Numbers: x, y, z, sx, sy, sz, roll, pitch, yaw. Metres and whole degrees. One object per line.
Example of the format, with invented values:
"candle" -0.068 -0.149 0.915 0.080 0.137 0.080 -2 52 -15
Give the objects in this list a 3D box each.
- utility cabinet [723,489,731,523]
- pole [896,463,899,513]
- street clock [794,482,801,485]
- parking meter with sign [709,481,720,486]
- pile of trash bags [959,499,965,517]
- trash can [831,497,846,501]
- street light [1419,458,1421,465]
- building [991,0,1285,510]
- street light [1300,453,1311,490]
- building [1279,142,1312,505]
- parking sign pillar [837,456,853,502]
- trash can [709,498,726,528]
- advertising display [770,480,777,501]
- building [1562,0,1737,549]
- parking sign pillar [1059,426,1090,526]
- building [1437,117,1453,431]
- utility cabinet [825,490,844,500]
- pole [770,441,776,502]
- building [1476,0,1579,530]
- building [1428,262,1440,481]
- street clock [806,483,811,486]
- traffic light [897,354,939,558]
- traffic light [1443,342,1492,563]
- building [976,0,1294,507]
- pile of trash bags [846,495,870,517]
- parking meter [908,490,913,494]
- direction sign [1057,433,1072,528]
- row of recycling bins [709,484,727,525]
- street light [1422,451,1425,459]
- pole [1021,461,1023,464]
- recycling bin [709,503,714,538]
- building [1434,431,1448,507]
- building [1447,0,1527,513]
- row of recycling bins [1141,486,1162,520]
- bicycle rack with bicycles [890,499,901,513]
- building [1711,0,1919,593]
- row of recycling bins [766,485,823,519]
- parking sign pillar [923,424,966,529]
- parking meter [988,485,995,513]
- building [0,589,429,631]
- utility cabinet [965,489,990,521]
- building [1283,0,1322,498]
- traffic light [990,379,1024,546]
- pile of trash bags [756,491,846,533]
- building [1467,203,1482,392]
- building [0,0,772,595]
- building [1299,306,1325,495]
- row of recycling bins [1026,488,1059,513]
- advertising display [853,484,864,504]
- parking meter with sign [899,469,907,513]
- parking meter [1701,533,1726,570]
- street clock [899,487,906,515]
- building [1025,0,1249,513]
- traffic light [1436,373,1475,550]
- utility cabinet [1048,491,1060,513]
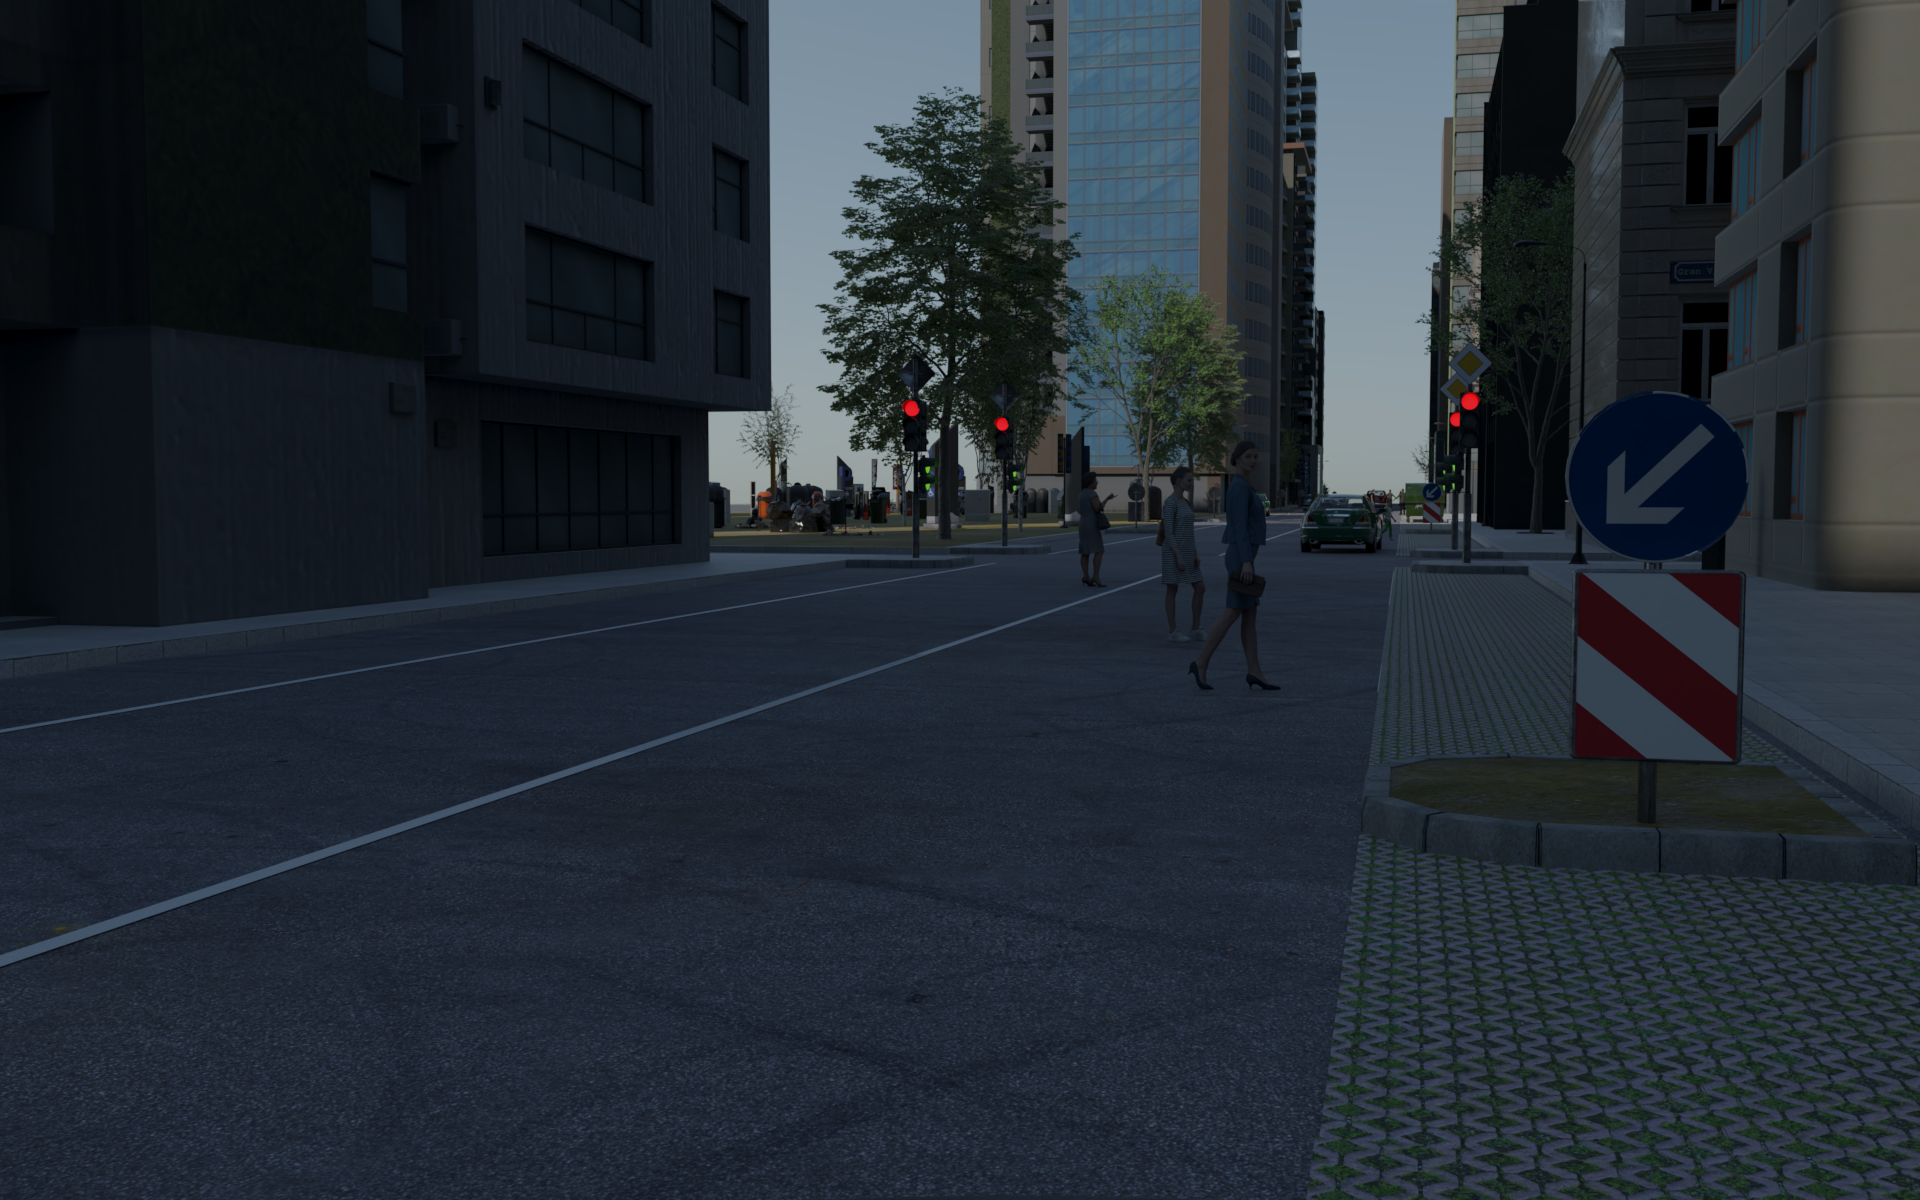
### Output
"utility cabinet" -10.705 -4.149 76.515 1.173 1.500 0.318 2 4 28
"pole" -4.126 -7.376 114.434 0.158 3.312 0.155 0 3 0
"street clock" -9.883 -6.167 105.396 0.471 2.002 0.358 0 4 2
"parking meter with sign" -14.890 -6.660 105.151 0.543 3.016 1.738 2 4 35
"pile of trash bags" 0.024 -5.898 106.176 1.912 1.369 3.447 -2 4 -24
"trash can" -5.947 -4.469 84.714 0.748 1.137 0.748 0 3 0
"street light" 60.281 -15.399 224.317 1.470 5.913 1.316 1 4 14
"building" 15.652 -36.954 146.195 21.231 58.520 28.212 1 4 14
"street light" 39.353 -13.756 197.445 1.470 5.913 1.316 1 4 14
"building" 31.530 -34.181 213.490 22.147 44.769 28.867 1 4 14
"parking sign pillar" -8.078 -8.159 121.877 1.447 3.967 1.447 3 4 39
"trash can" -9.149 -3.268 65.078 0.748 1.137 0.748 0 3 0
"advertising display" -8.663 -4.612 80.612 0.123 1.923 0.974 0 4 5
"building" 27.869 -14.899 40.857 25.104 27.353 12.463 1 4 14
"parking sign pillar" 4.708 -4.965 69.657 1.447 3.967 1.447 -2 4 -28
"building" 62.552 -33.627 199.914 14.600 45.320 14.200 1 4 14
"utility cabinet" -6.469 -4.949 89.597 0.318 1.500 1.173 2 4 34
"pole" -7.160 -4.436 66.364 0.158 3.312 0.155 0 3 0
"building" 27.190 -14.571 67.916 12.332 23.373 15.834 1 4 14
"building" 65.454 -27.083 214.506 14.160 30.474 14.107 1 4 14
"street clock" -10.227 -6.864 116.802 0.358 2.002 0.471 1 4 17
"traffic light" -0.872 -2.802 34.740 0.839 4.253 0.868 1 4 14
"traffic light" 9.412 -2.643 32.127 0.839 4.253 0.868 1 4 14
"building" 18.087 -35.817 174.849 28.713 52.752 27.495 1 4 14
"pile of trash bags" -6.045 -5.431 98.549 1.912 1.369 3.447 -2 4 -33
"parking meter" -2.933 -5.794 103.149 0.372 1.533 0.369 0 3 0
"direction sign" 3.921 -4.467 65.035 0.379 3.537 0.876 3 4 38
"row of recycling bins" -10.661 -3.882 70.587 1.069 1.692 3.534 1 4 22
"street light" 50.545 -13.062 186.102 1.470 5.913 1.316 1 4 14
"pole" 3.823 -6.849 105.824 0.158 3.312 0.155 0 3 0
"recycling bin" -7.690 -2.366 51.237 0.722 1.027 0.722 -1 4 -17
"building" 58.010 -52.214 166.369 22.319 86.520 31.000 1 4 14
"building" 41.221 -26.671 119.673 14.154 41.232 14.086 1 4 14
"row of recycling bins" 9.731 -4.967 88.320 1.069 1.692 3.534 0 4 4
"bicycle rack with bicycles" -4.141 -6.280 116.065 2.925 0.926 2.852 -1 4 -17
"building" 23.383 -10.299 13.431 27.650 21.520 28.899 1 4 14
"row of recycling bins" -8.707 -5.168 91.607 3.534 1.692 1.069 -3 5 -42
"parking sign pillar" -0.639 -4.635 64.254 1.447 3.967 1.447 3 5 42
"parking meter" 2.080 -6.724 115.653 0.399 1.863 0.255 -2 4 -24
"building" -15.032 -14.909 15.456 14.160 30.474 14.107 1 4 14
"utility cabinet" 0.824 -4.470 81.769 1.173 1.500 0.318 0 4 7
"building" 39.639 -56.778 240.985 22.319 86.520 31.000 1 4 14
"traffic light" 1.114 -3.275 42.475 0.839 4.253 0.868 1 4 14
"pile of trash bags" -5.796 -2.995 58.722 1.912 1.369 3.447 -3 5 -44
"building" 34.679 -16.738 92.744 14.460 24.649 34.723 1 4 14
"building" -11.331 -15.827 30.474 14.107 30.474 14.160 1 4 14
"building" 48.001 -30.098 263.796 14.160 30.474 14.107 1 4 14
"row of recycling bins" 6.047 -6.735 117.224 3.534 1.692 1.069 2 4 26
"advertising display" -6.302 -6.245 107.312 0.123 1.923 0.974 2 4 35
"parking meter with sign" -4.088 -7.553 119.747 0.543 3.016 1.738 -1 4 -12
"parking meter" 11.841 -1.313 27.180 0.255 1.863 0.399 3 5 42
"street clock" -3.622 -6.332 108.094 0.471 2.002 0.358 0 4 3
"building" 13.150 -29.069 125.388 14.600 45.320 14.200 1 4 14
"traffic light" 11.397 -3.116 39.862 0.839 4.253 0.868 1 4 14
"utility cabinet" 6.376 -6.422 113.679 1.173 1.500 0.318 -2 4 -29
